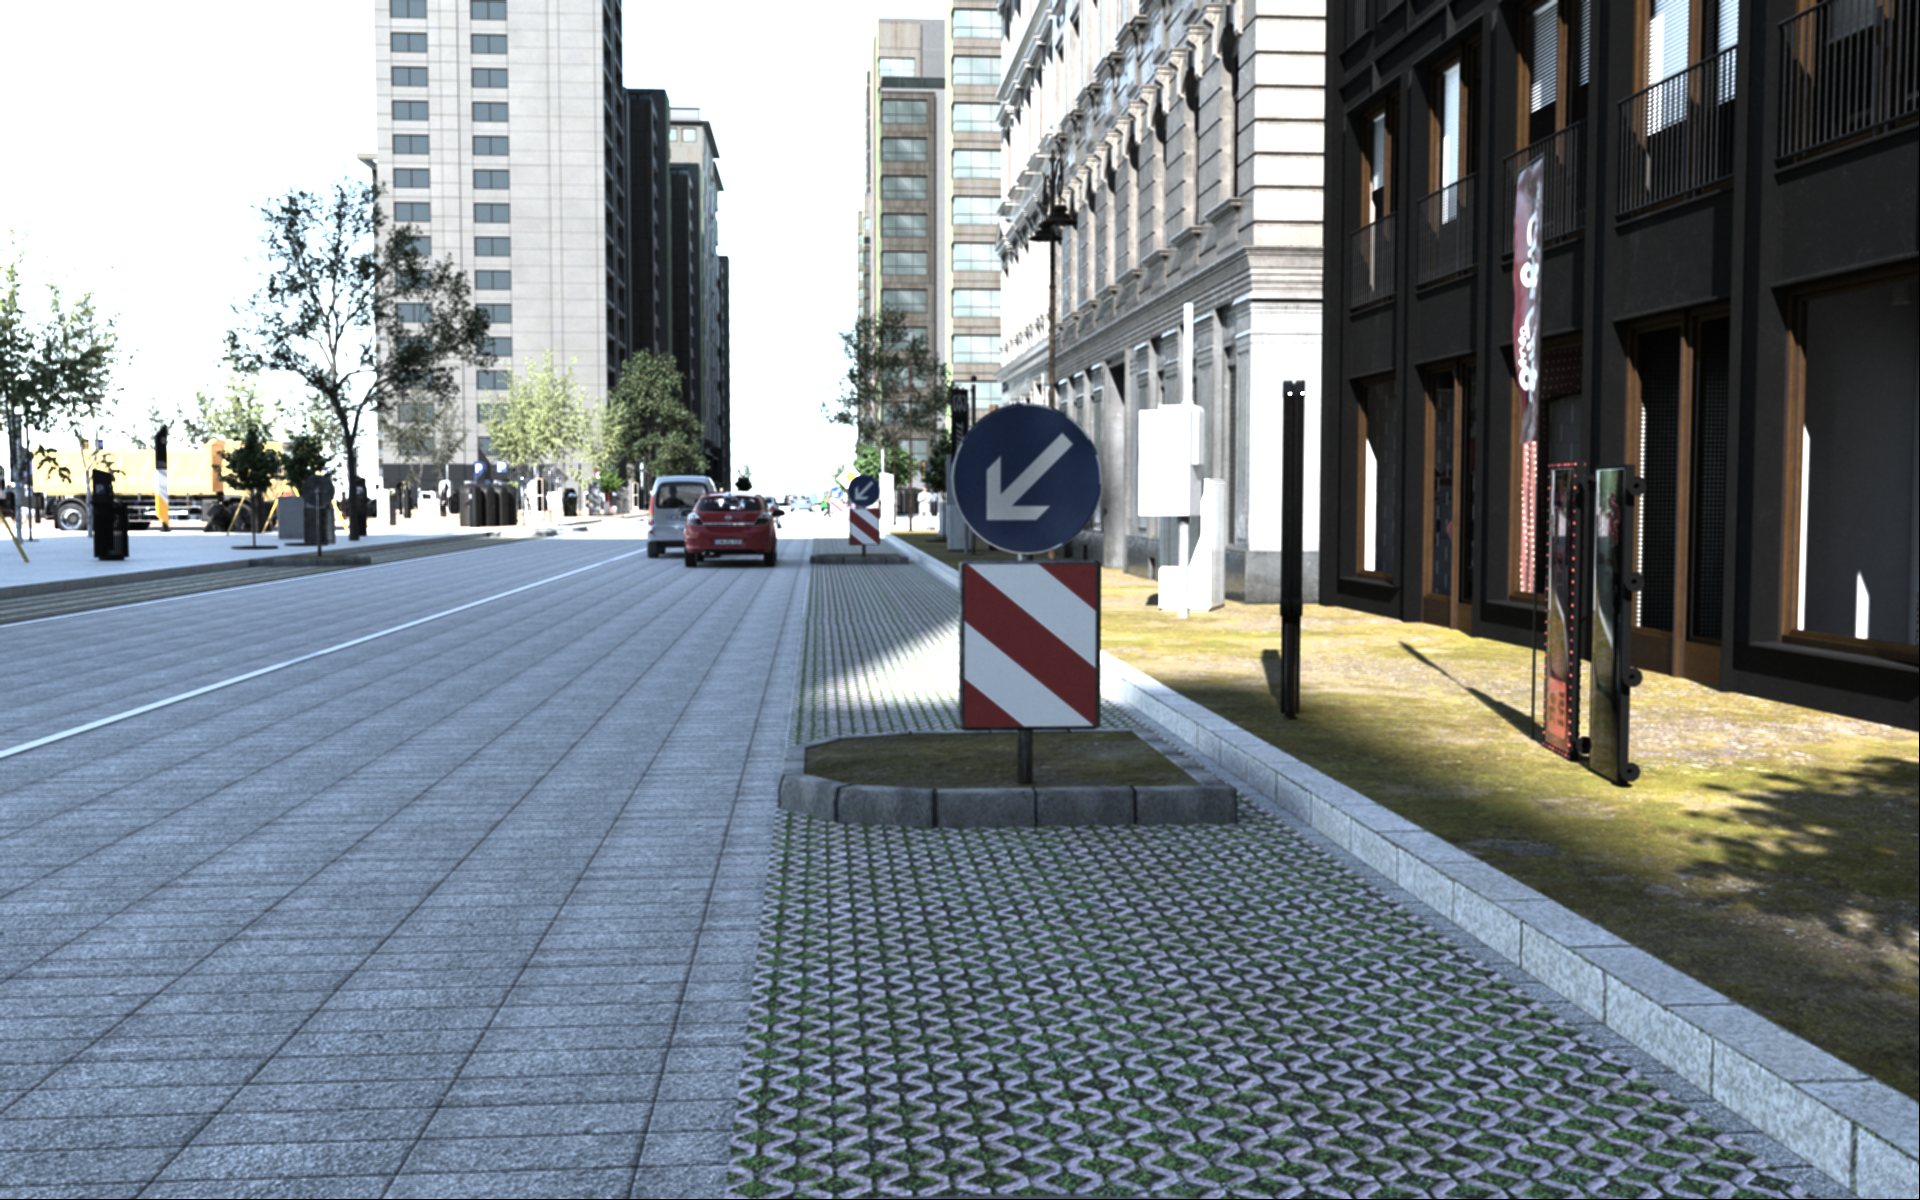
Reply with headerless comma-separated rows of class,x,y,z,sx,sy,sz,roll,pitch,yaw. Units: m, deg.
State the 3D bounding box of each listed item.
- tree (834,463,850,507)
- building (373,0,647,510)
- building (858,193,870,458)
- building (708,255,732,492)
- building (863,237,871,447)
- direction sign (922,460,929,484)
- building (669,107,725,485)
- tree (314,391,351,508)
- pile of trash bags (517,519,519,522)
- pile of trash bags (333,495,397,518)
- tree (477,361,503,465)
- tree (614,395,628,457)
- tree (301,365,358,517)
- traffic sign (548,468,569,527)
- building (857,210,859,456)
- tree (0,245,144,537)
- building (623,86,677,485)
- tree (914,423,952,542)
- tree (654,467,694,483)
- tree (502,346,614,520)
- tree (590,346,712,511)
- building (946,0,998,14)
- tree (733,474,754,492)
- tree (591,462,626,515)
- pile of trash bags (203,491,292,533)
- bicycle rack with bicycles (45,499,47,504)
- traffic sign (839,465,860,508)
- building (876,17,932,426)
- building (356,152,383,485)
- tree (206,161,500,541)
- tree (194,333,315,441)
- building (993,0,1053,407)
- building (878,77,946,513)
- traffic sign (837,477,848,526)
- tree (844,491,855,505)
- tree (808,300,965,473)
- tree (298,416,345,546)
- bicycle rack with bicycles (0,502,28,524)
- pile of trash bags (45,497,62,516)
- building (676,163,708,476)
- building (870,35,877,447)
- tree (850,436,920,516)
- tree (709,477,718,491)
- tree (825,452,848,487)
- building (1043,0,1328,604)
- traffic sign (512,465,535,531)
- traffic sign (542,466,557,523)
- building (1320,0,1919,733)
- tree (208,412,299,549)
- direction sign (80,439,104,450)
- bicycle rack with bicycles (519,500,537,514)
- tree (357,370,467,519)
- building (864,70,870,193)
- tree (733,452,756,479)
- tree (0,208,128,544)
tree,-11.275,-11.930,178.774,4.285,4.588,4.351,0,3,0
building,-37.868,-43.571,150.640,20.563,71.187,20.611,0,4,-5
building,-6.263,-33.881,237.551,14.154,41.232,14.086,0,4,-5
building,-45.538,-36.968,288.027,14.154,41.232,14.086,0,4,-5
building,-3.975,-25.982,196.502,14.160,30.474,14.107,0,4,-5
direction sign,-2.250,-7.583,115.983,0.876,3.537,0.379,3,5,43
building,-47.995,-39.748,239.123,28.713,52.752,27.495,0,4,-5
tree,-38.550,-9.358,103.362,4.737,8.622,4.395,0,3,0
pile of trash bags,-21.281,-4.151,77.616,1.912,1.369,3.447,1,4,12
pile of trash bags,-32.214,-5.199,94.758,3.447,1.369,1.912,2,4,24
tree,-23.304,-8.655,91.867,4.737,8.622,4.395,0,3,0
tree,-26.029,-10.737,125.911,4.737,8.622,4.395,0,3,0
tree,-35.510,-9.086,98.920,4.360,8.622,3.978,0,3,0
traffic sign,-15.672,-3.912,67.601,0.795,2.450,0.064,0,4,-5
building,-7.937,-34.736,251.521,14.154,41.232,14.086,0,4,-5
tree,-25.824,-6.146,50.847,4.360,8.622,3.978,0,3,0
building,-35.811,-29.702,169.227,14.154,41.232,14.086,0,4,-5
tree,-0.203,-3.337,49.157,1.663,3.219,1.824,0,3,0
tree,-24.595,-10.122,149.205,4.285,4.588,4.351,0,3,0
tree,-19.885,-8.297,86.022,4.737,8.622,4.395,0,3,0
tree,-24.047,-13.301,134.486,9.611,12.733,9.660,0,3,0
building,6.027,-25.596,102.082,14.154,41.232,14.086,0,4,-5
tree,-35.497,-18.366,283.996,4.285,4.588,4.351,0,3,0
tree,-21.692,-6.763,105.177,1.663,3.219,1.824,0,3,0
pile of trash bags,-23.725,-2.963,58.194,3.447,1.369,1.912,2,4,25
bicycle rack with bicycles,-62.885,-6.472,119.192,2.852,0.926,2.925,-3,4,-39
traffic sign,-3.816,-3.479,60.530,0.795,2.450,0.064,0,4,-5
building,-0.423,-28.731,153.345,14.154,41.232,14.086,0,4,-5
building,-45.876,-30.341,187.949,32.217,40.220,23.993,0,4,-5
tree,-16.742,-6.945,47.960,8.767,10.594,7.601,0,4,0
tree,-32.254,-7.818,78.180,4.737,8.622,4.395,0,3,0
building,7.211,-12.988,48.516,11.583,22.565,21.152,0,4,-5
building,1.143,-21.556,124.142,14.160,30.474,14.107,0,4,-5
traffic sign,-4.463,-3.966,68.489,0.795,2.450,0.064,0,4,-5
tree,-16.251,-15.643,250.365,1.663,3.219,1.824,0,3,0
tree,-3.414,-9.056,82.473,8.767,10.594,7.601,2,4,25
tree,-16.259,-2.982,43.362,1.663,3.219,1.824,0,3,0
bicycle rack with bicycles,-41.259,-3.634,72.794,2.925,0.926,2.852,1,4,9
pile of trash bags,-53.946,-5.555,100.581,3.447,1.369,1.912,-2,4,-29
building,-38.306,-32.049,207.598,14.154,41.232,14.086,0,4,-5
building,-1.586,-31.666,167.848,14.600,45.320,14.200,0,4,-5
tree,-4.000,-7.178,101.075,4.285,4.588,4.351,0,3,0
tree,-28.296,-12.296,195.647,1.663,3.219,1.824,0,3,0
tree,-20.754,-21.071,294.877,4.360,8.622,3.978,0,3,0
building,7.262,-10.985,28.752,9.793,20.994,18.267,0,4,-5
traffic sign,-15.025,-3.425,59.642,0.795,2.450,0.064,0,4,-5
traffic sign,-18.364,-4.740,77.610,0.768,2.556,0.104,0,4,3
building,10.923,-11.145,11.902,12.332,23.373,15.834,0,4,-5
tree,-16.681,-2.826,40.806,1.663,3.219,1.824,0,3,0
direction sign,-35.623,-4.842,71.166,0.876,3.537,0.379,-2,4,-31
bicycle rack with bicycles,-27.582,-5.855,109.113,2.852,0.926,2.925,-2,4,-24
tree,-27.881,-8.439,88.344,4.360,8.622,3.978,0,3,0
building,-7.784,-52.226,292.138,20.563,71.187,20.611,0,4,-5
tree,-36.293,-20.917,292.351,4.360,8.622,3.978,0,3,0
tree,-23.991,-5.748,44.340,4.737,8.622,4.395,0,3,0
